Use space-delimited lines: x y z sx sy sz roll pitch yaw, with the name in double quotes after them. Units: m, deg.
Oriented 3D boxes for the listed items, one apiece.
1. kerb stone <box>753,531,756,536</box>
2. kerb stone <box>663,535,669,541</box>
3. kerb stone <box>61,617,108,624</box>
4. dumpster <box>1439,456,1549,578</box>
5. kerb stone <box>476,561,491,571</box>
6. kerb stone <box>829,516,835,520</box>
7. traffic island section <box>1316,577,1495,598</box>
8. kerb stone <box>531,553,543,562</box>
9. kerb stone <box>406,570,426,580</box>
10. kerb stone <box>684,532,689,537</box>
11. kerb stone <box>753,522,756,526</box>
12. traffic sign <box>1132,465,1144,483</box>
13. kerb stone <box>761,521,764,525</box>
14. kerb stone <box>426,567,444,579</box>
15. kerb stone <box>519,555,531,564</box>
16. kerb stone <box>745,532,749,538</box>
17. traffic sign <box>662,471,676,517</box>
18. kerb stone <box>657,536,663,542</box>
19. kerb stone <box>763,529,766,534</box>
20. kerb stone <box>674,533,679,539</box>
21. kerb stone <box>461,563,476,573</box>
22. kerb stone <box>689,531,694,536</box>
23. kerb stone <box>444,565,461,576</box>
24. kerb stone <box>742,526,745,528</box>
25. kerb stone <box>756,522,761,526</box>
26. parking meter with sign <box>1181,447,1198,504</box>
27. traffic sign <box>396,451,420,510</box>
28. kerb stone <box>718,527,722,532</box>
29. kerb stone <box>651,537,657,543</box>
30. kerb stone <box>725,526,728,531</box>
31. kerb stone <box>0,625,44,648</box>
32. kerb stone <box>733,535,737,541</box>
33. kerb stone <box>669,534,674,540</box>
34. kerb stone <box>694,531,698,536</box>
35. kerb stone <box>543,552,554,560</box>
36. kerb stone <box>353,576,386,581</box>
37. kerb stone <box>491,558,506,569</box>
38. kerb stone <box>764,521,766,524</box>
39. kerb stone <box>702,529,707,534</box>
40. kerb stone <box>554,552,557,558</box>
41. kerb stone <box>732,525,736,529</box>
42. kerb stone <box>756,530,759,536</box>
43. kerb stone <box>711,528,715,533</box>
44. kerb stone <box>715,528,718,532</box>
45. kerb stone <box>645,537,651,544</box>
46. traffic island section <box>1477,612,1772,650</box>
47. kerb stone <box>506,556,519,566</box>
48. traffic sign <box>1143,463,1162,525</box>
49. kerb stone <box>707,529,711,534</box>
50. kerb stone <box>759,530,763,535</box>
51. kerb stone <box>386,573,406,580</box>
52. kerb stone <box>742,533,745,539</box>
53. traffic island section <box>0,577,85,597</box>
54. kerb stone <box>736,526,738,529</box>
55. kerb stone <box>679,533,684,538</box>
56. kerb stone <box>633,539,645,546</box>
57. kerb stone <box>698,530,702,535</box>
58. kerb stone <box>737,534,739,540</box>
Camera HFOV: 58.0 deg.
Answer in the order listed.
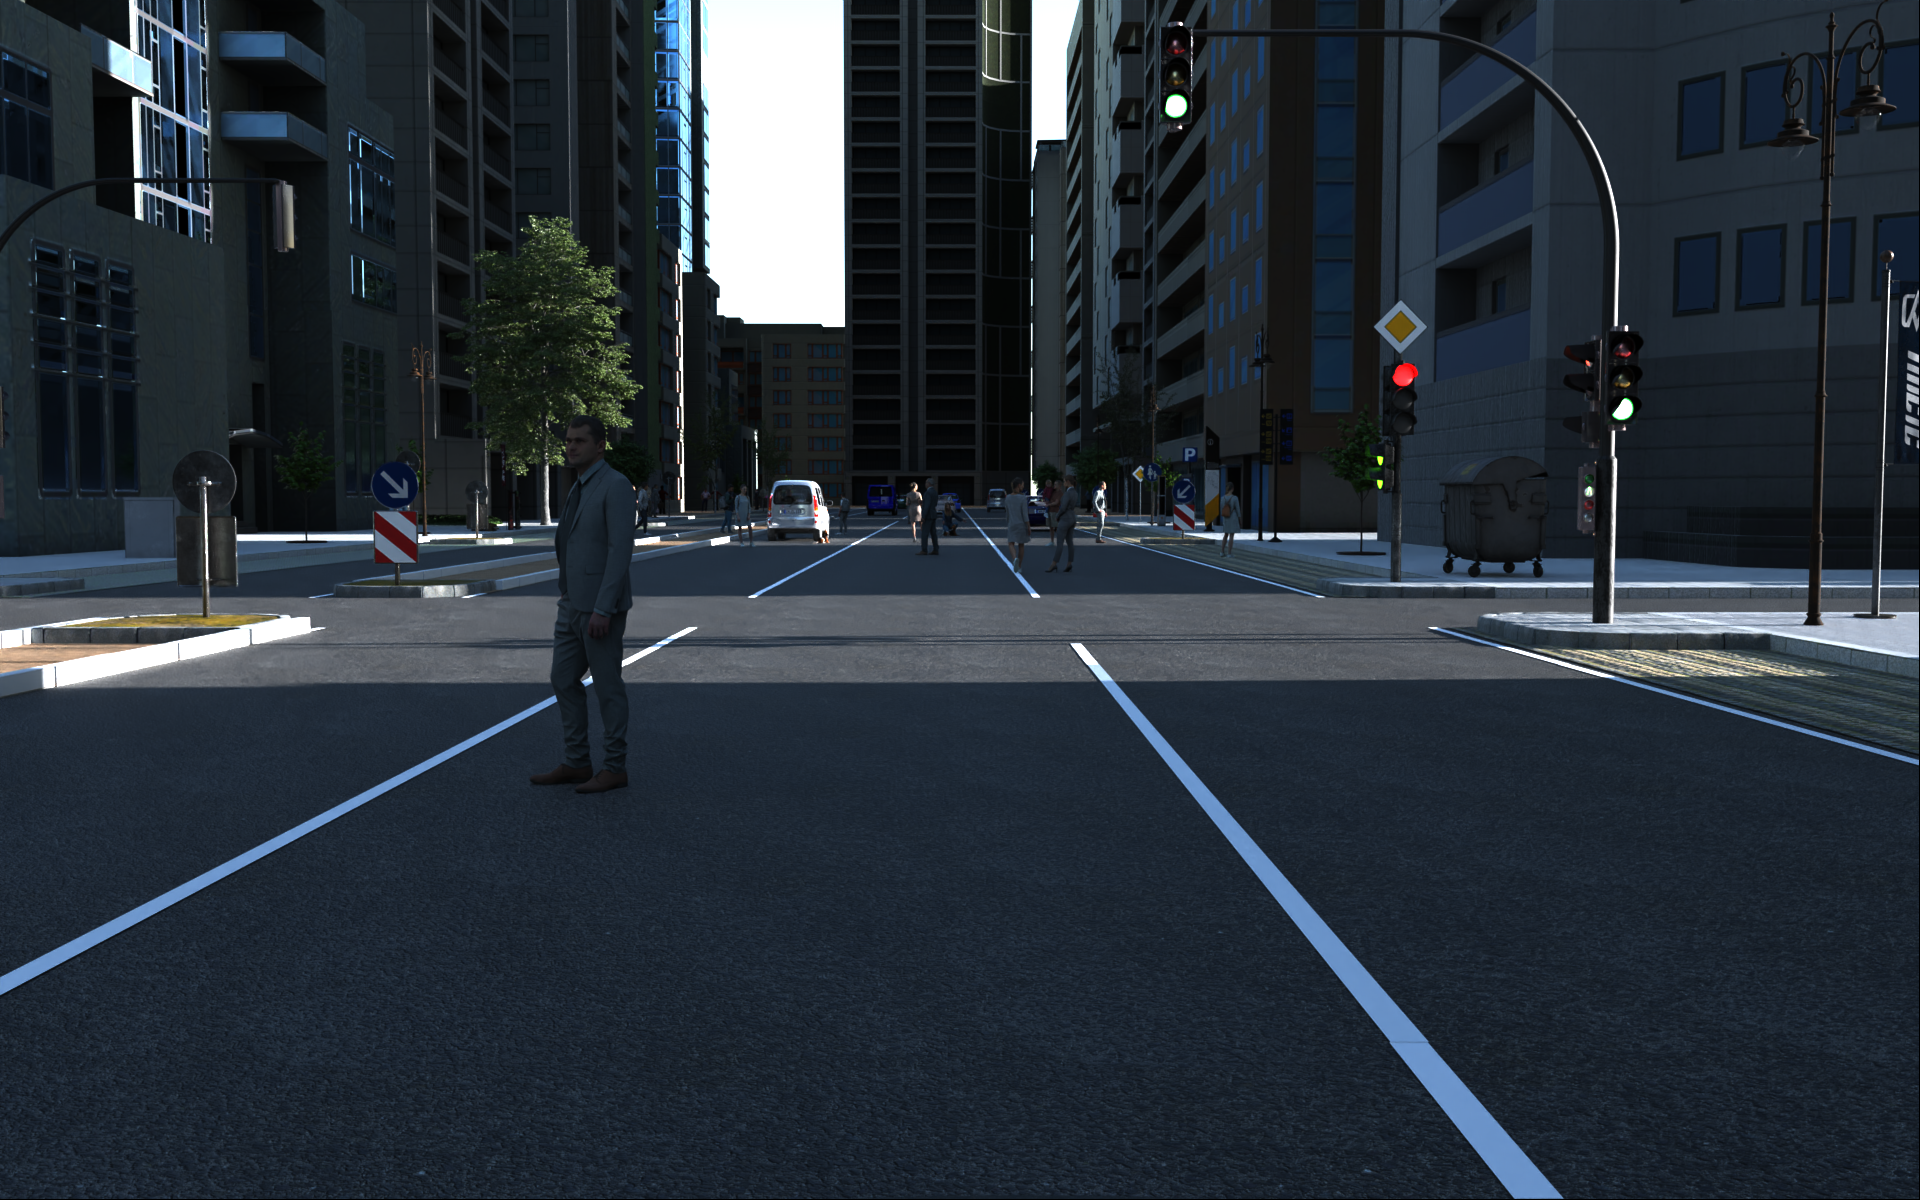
-7.038 -2.192 58.028 0.120 0.150 1.000 0 4 0 "kerb stone"
-9.110 -1.875 52.860 0.120 0.150 1.000 0 4 0 "kerb stone"
-8.911 0.286 17.512 0.120 0.150 1.000 0 4 0 "kerb stone"
8.419 -1.317 27.297 1.264 1.857 1.865 0 4 -1 "dumpster"
-9.001 -0.618 32.367 0.120 0.150 1.000 0 4 0 "kerb stone"
-7.270 -4.702 99.066 0.120 0.150 1.000 0 4 0 "kerb stone"
6.375 -0.182 25.260 2.009 0.180 2.903 0 4 0 "traffic island section"
-9.022 -0.873 36.473 0.120 0.150 1.000 0 4 0 "kerb stone"
-8.978 -0.369 28.269 0.120 0.150 1.000 0 4 0 "kerb stone"
-9.135 -2.125 56.952 0.120 0.150 1.000 0 4 0 "kerb stone"
-9.244 -3.316 76.414 0.120 0.150 1.000 0 4 0 "kerb stone"
8.230 -4.837 78.826 0.795 2.593 0.064 0 4 8 "traffic sign"
-9.248 -3.505 79.498 0.120 0.150 1.000 0 4 0 "kerb stone"
-8.979 -0.434 29.291 0.120 0.150 1.000 0 4 0 "kerb stone"
-9.013 -0.811 35.450 0.120 0.150 1.000 0 4 0 "kerb stone"
-7.019 -2.067 55.984 0.120 0.150 1.000 0 4 0 "kerb stone"
-16.303 -5.927 97.006 0.768 2.556 0.104 0 4 6 "traffic sign"
-9.106 -1.804 51.838 0.120 0.150 1.000 0 4 0 "kerb stone"
-7.057 -2.381 61.122 0.120 0.150 1.000 0 4 0 "kerb stone"
-9.118 -2.001 54.904 0.120 0.150 1.000 0 4 0 "kerb stone"
-8.995 -0.560 31.345 0.120 0.150 1.000 0 4 0 "kerb stone"
-9.131 -2.188 57.974 0.120 0.150 1.000 0 4 0 "kerb stone"
-8.986 -0.496 30.319 0.120 0.150 1.000 0 4 0 "kerb stone"
-9.217 -3.066 72.324 0.120 0.150 1.000 0 4 0 "kerb stone"
-9.243 -3.442 78.470 0.120 0.150 1.000 0 4 0 "kerb stone"
8.374 -4.137 63.895 0.543 3.016 1.738 1 4 15 "parking meter with sign"
-16.176 -3.097 50.739 0.768 2.556 0.104 0 4 7 "traffic sign"
-9.181 -2.627 65.154 0.120 0.150 1.000 0 4 0 "kerb stone"
-9.096 -1.750 50.810 0.120 0.150 1.000 0 4 0 "kerb stone"
-9.189 -2.749 67.203 0.120 0.150 1.000 0 4 0 "kerb stone"
-8.906 0.349 16.490 0.120 0.150 1.000 0 4 0 "kerb stone"
-7.007 -1.870 52.906 0.120 0.150 1.000 0 4 0 "kerb stone"
-9.123 -1.938 53.882 0.120 0.150 1.000 0 4 0 "kerb stone"
-9.135 -2.251 58.999 0.120 0.150 1.000 0 4 0 "kerb stone"
-9.023 -0.936 37.495 0.120 0.150 1.000 0 4 0 "kerb stone"
-8.959 -0.246 26.219 0.120 0.150 1.000 0 4 0 "kerb stone"
-9.002 -0.680 33.397 0.120 0.150 1.000 0 4 0 "kerb stone"
-9.260 -3.568 80.534 0.120 0.150 1.000 0 4 0 "kerb stone"
-9.153 -2.376 61.047 0.120 0.150 1.000 0 4 0 "kerb stone"
-9.030 -0.989 38.524 0.120 0.150 1.000 0 4 0 "kerb stone"
-9.199 -2.878 69.250 0.120 0.150 1.000 0 4 0 "kerb stone"
-7.043 -2.254 59.051 0.120 0.150 1.000 0 4 0 "kerb stone"
-9.164 -2.502 63.107 0.120 0.150 1.000 0 4 0 "kerb stone"
-9.172 -2.565 64.129 0.120 0.150 1.000 0 4 0 "kerb stone"
-9.090 -1.680 49.788 0.120 0.150 1.000 0 4 0 "kerb stone"
6.419 0.306 17.275 2.009 0.180 2.903 0 4 0 "traffic island section"
-9.004 -0.748 34.423 0.120 0.150 1.000 0 4 0 "kerb stone"
7.845 -4.318 70.704 0.768 2.556 0.104 0 4 7 "traffic sign"
-9.163 -2.435 62.081 0.120 0.150 1.000 0 4 0 "kerb stone"
-7.053 -2.318 60.087 0.120 0.150 1.000 0 4 0 "kerb stone"
-8.967 -0.307 27.247 0.120 0.150 1.000 0 4 0 "kerb stone"
-7.019 -2.004 54.962 0.120 0.150 1.000 0 4 0 "kerb stone"
-14.166 -0.176 25.152 2.009 0.180 2.903 0 4 0 "traffic island section"
-9.206 -3.003 71.301 0.120 0.150 1.000 0 4 0 "kerb stone"
-9.130 -2.063 55.929 0.120 0.150 1.000 0 4 0 "kerb stone"
-9.093 -1.621 48.763 0.120 0.150 1.000 0 4 0 "kerb stone"
-9.146 -2.314 60.025 0.120 0.150 1.000 0 4 0 "kerb stone"
-7.020 -1.930 53.936 0.120 0.150 1.000 0 4 0 "kerb stone"
